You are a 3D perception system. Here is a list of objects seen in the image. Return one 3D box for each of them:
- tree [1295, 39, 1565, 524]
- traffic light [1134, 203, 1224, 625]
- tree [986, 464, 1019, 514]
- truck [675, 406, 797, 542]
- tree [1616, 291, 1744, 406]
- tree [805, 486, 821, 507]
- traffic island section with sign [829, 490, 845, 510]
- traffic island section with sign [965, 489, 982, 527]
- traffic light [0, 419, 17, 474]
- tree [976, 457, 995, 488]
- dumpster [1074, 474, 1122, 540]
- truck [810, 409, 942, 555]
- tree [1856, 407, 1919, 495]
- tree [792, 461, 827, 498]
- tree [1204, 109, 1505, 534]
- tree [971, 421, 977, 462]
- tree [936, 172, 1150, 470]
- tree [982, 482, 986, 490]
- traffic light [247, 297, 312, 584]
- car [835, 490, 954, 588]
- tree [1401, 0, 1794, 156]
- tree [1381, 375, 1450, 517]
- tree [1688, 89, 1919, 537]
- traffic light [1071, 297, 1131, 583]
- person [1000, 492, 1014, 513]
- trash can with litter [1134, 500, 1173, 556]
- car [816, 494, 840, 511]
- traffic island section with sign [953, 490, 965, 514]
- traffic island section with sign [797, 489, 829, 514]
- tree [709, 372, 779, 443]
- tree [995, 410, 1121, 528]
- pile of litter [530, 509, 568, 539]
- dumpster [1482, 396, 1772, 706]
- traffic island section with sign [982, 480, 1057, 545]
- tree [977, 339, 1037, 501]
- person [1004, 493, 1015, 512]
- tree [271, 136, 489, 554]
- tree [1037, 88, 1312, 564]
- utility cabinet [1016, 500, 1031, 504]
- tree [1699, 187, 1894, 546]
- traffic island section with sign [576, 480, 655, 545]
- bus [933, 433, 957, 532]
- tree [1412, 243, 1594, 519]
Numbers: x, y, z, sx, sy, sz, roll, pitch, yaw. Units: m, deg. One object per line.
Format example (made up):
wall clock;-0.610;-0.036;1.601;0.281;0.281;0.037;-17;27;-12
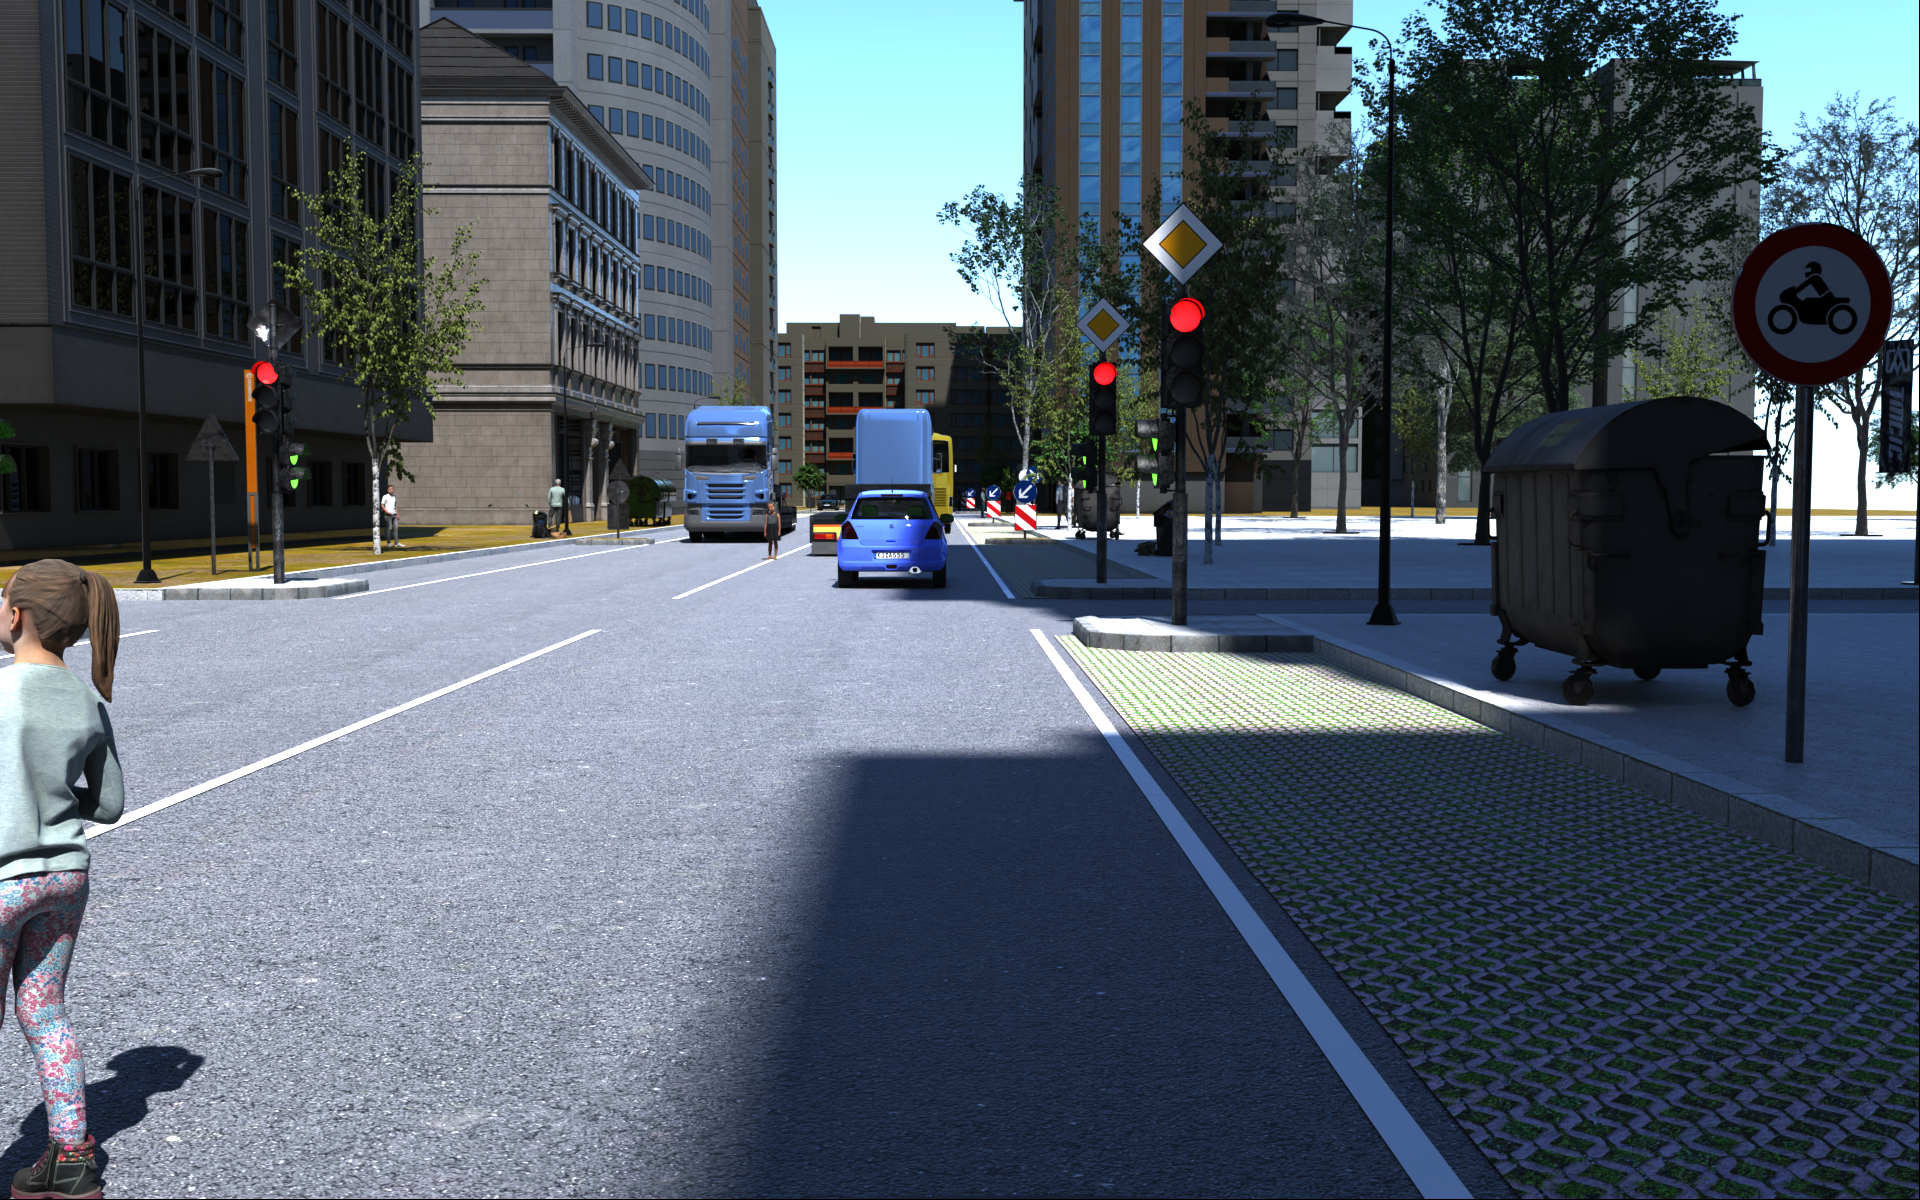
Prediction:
tree;19.234;-13.354;74.226;12.611;20.169;13.585;0;3;0
traffic light;2.135;-1.711;16.890;0.839;4.253;0.868;0;4;-1
tree;3.028;-7.120;111.015;1.663;3.219;1.824;0;3;0
truck;-7.192;-4.217;58.710;2.967;4.110;18.799;0;4;-3
tree;25.935;-6.834;62.099;4.737;8.622;4.395;0;3;0
tree;-15.046;-10.980;174.117;1.663;3.219;1.824;0;3;0
traffic island section with sign;-11.256;-8.897;154.097;1.989;1.847;2.006;0;4;-1
traffic island section with sign;1.354;-4.162;76.672;1.989;1.847;2.006;0;4;-1
traffic light;-9.625;-1.700;16.711;0.839;4.253;0.868;0;4;-1
tree;3.038;-10.213;150.695;4.285;4.588;4.351;0;3;0
dumpster;3.931;-2.658;49.217;1.264;1.857;1.865;0;4;-1
truck;-2.152;-3.617;48.901;2.967;4.110;18.799;0;4;1
tree;51.655;-7.061;78.357;20.602;7.101;11.467;2;4;35
tree;-14.551;-11.177;166.454;4.285;4.588;4.351;0;3;0
tree;12.410;-8.882;55.592;12.009;13.543;11.850;0;3;0
tree;2.752;-12.916;161.532;4.737;8.622;4.395;0;3;0
tree;4.819;-14.934;100.065;12.611;20.169;13.585;0;3;0
tree;2.782;-8.878;139.751;1.663;3.219;1.824;0;3;0
traffic light;-9.735;-2.188;24.695;0.839;4.253;0.868;0;4;-1
car;-1.060;-1.113;27.785;1.945;1.707;3.694;0;4;-1
tree;11.383;-6.558;32.978;9.928;11.665;9.643;0;3;0
tree;25.530;-8.943;96.586;4.737;8.622;4.395;0;3;0
tree;27.434;-8.692;52.482;12.009;13.543;11.850;0;3;0
traffic light;2.024;-2.199;24.874;0.839;4.253;0.868;0;4;-1
person;3.267;-6.763;116.563;1.348;1.831;0.705;1;4;22
trash can with litter;4.088;-1.501;35.927;1.055;1.170;0.624;3;5;41
car;-11.382;-8.570;149.913;2.009;1.686;4.222;0;4;0
traffic island section with sign;0.661;-7.224;126.733;1.989;1.847;2.006;0;4;-1
traffic island section with sign;-10.859;-7.218;126.641;1.989;1.847;2.006;0;4;-1
tree;-13.242;-9.398;104.012;4.737;8.622;4.395;0;3;0
tree;4.458;-5.042;66.147;4.285;4.588;4.351;0;3;0
pile of litter;-12.039;-2.246;50.684;1.176;0.858;1.719;0;4;-2
dumpster;4.252;-0.330;11.153;1.264;1.857;1.865;0;4;-1
traffic island section with sign;1.727;-2.508;49.637;1.989;1.847;2.006;0;4;-1
tree;3.675;-6.716;60.175;4.737;8.622;4.395;0;3;0
person;3.524;-7.059;122.184;0.721;1.735;1.217;-3;4;-37
tree;-12.215;-5.286;36.784;4.737;8.622;4.395;0;3;0
tree;4.444;-4.980;31.792;4.737;8.622;4.395;0;3;0
utility cabinet;3.415;-5.148;92.848;0.318;1.500;1.173;-1;4;-23
tree;20.302;-5.634;42.484;4.360;8.622;3.978;0;3;0
traffic island section with sign;-9.790;-2.496;49.435;1.989;1.847;2.006;0;4;-1
bus;-1.535;-4.679;68.053;2.896;3.916;12.252;0;4;0
tree;27.660;-11.153;88.999;9.857;13.997;8.962;0;3;0
